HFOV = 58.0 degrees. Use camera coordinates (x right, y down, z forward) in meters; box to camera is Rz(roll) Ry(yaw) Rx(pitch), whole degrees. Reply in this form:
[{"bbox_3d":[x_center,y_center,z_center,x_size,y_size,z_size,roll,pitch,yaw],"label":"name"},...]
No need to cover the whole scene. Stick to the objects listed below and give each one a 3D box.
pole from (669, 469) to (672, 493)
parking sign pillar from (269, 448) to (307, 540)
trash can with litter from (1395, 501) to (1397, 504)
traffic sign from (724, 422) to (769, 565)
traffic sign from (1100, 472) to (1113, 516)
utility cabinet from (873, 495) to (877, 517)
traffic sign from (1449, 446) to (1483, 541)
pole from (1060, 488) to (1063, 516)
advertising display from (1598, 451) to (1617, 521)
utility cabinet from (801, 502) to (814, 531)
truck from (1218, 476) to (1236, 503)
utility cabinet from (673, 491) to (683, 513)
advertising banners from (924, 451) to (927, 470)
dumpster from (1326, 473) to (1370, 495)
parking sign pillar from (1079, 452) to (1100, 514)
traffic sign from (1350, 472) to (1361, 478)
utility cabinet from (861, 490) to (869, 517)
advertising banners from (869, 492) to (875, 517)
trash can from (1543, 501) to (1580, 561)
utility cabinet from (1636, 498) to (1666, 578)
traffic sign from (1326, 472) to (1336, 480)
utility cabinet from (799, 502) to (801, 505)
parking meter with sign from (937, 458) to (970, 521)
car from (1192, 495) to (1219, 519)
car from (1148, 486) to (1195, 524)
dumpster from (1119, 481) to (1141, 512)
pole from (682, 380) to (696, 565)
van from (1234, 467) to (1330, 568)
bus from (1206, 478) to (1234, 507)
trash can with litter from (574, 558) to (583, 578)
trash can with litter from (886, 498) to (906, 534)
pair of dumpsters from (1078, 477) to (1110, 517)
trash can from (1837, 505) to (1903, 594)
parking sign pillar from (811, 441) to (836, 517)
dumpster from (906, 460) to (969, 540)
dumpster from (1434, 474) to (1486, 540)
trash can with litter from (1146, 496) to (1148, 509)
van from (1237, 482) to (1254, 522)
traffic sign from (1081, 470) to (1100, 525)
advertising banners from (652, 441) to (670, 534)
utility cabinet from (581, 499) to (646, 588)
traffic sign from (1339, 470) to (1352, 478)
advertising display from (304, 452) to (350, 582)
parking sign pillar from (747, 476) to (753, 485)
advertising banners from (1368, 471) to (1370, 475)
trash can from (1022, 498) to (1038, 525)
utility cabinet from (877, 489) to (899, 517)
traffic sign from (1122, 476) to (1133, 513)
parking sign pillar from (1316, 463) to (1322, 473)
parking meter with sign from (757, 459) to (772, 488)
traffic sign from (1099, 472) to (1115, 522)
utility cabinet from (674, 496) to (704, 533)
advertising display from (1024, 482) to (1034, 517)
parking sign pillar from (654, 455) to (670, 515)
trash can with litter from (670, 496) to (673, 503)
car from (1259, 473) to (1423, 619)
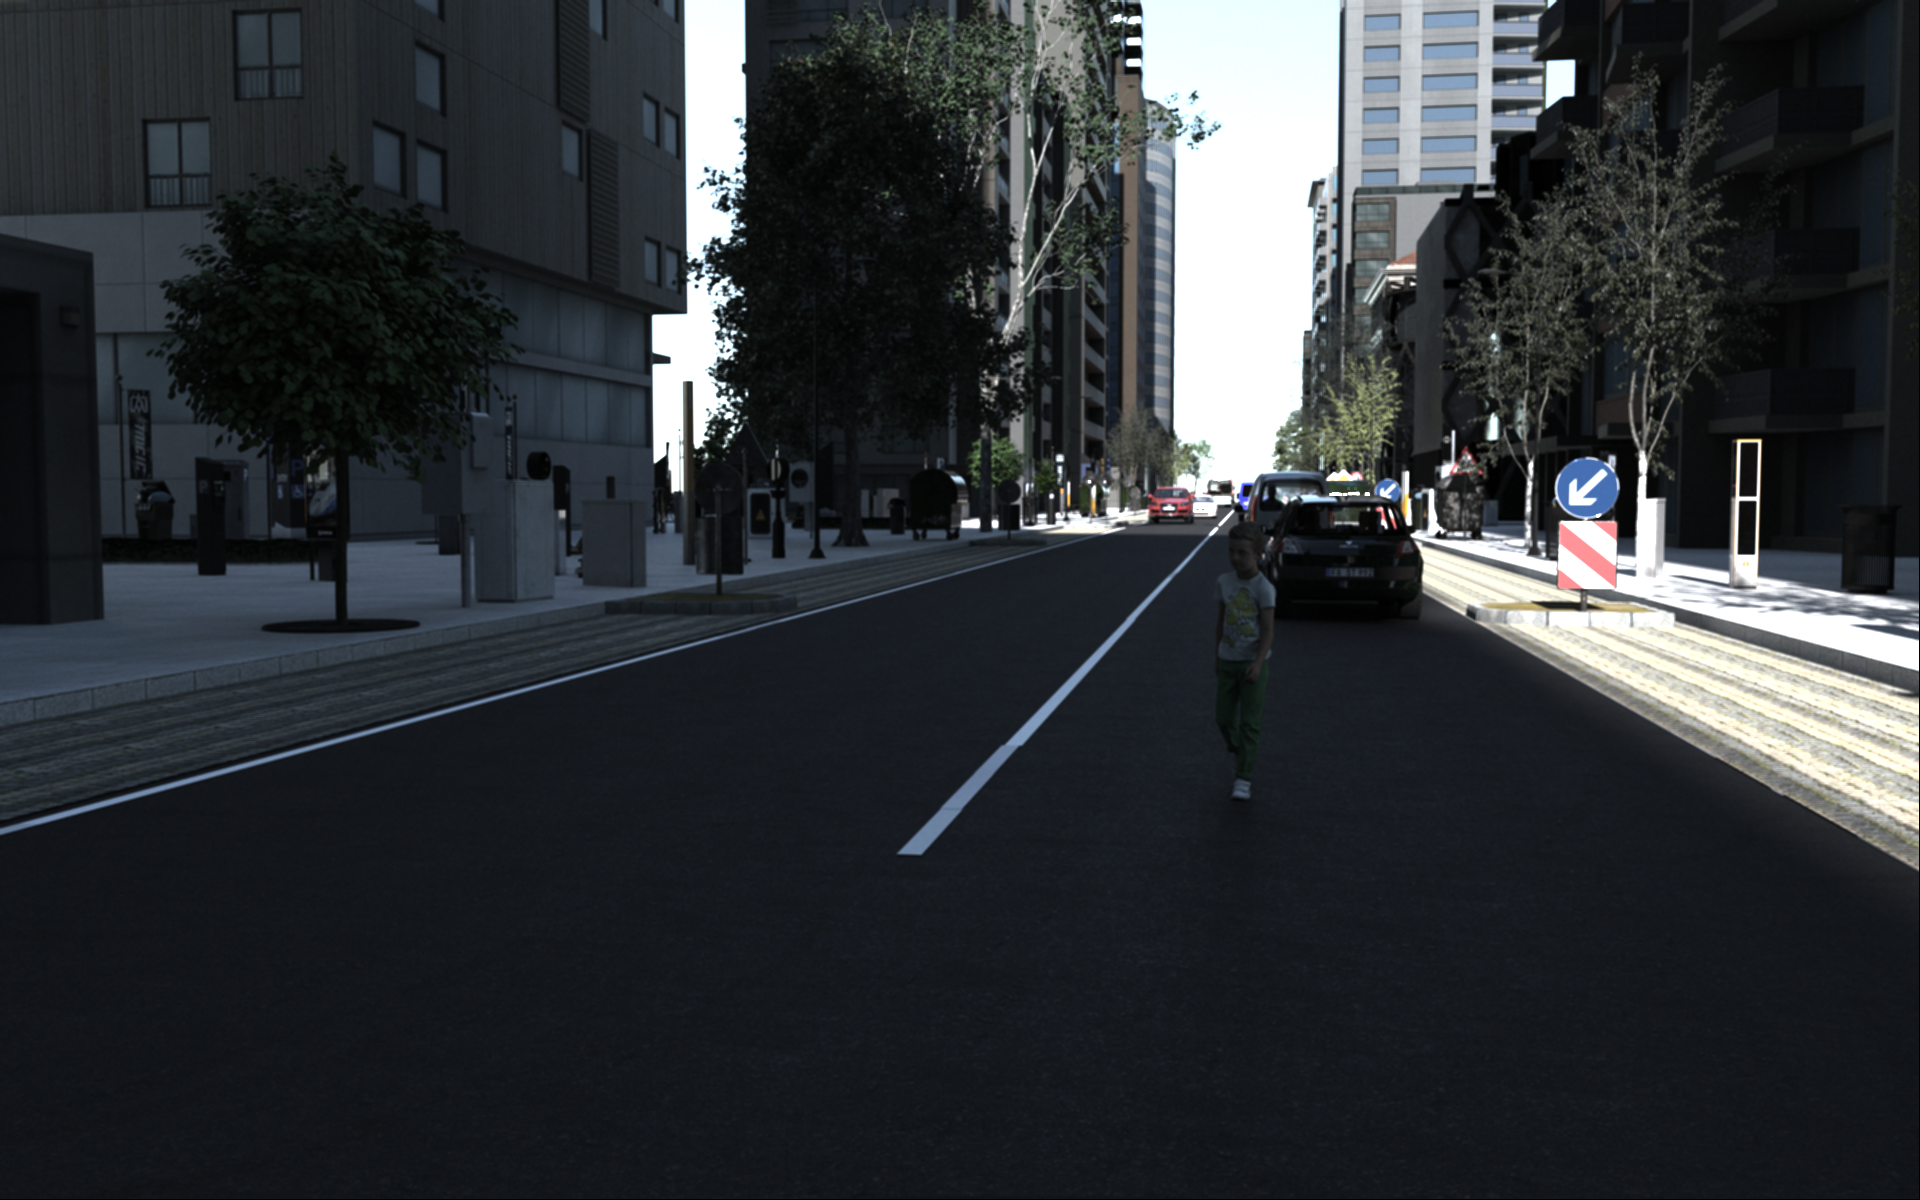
[{"bbox_3d":[-23.892,-9.126,143.048,0.158,3.312,0.155,0,3,0],"label":"pole"},{"bbox_3d":[-16.548,-3.313,42.632,1.447,3.967,1.447,-3,5,-41],"label":"parking sign pillar"},{"bbox_3d":[23.281,-4.998,93.108,0.624,1.170,1.055,3,5,43],"label":"trash can with litter"},{"bbox_3d":[-3.883,-1.918,31.355,0.884,2.594,0.081,1,4,16],"label":"traffic sign"},{"bbox_3d":[8.558,-6.204,101.535,0.768,2.556,0.104,1,4,12],"label":"traffic sign"},{"bbox_3d":[-3.747,-4.321,81.807,0.306,1.237,1.020,-2,4,-28],"label":"utility cabinet"},{"bbox_3d":[13.729,-2.877,47.035,0.884,2.594,0.081,1,4,18],"label":"traffic sign"},{"bbox_3d":[5.907,-6.531,100.631,0.158,3.312,0.155,0,3,0],"label":"pole"},{"bbox_3d":[9.833,-1.290,26.310,0.123,1.923,0.974,2,4,28],"label":"advertising display"},{"bbox_3d":[-5.150,-2.998,60.180,0.306,1.237,1.020,-1,4,-19],"label":"utility cabinet"},{"bbox_3d":[42.085,-17.401,273.411,2.839,4.237,11.283,1,4,11],"label":"truck"},{"bbox_3d":[-18.007,-6.238,110.674,0.318,1.500,1.173,0,4,6],"label":"utility cabinet"},{"bbox_3d":[-1.536,-4.517,70.049,0.090,3.025,2.074,1,4,11],"label":"advertising banners"},{"bbox_3d":[15.149,-3.880,68.388,1.985,2.255,1.502,1,4,10],"label":"dumpster"},{"bbox_3d":[8.306,-7.454,110.338,1.447,3.967,1.447,1,4,9],"label":"parking sign pillar"},{"bbox_3d":[22.499,-6.009,98.358,0.768,2.556,0.104,1,4,17],"label":"traffic sign"},{"bbox_3d":[-5.078,-4.698,85.486,1.173,1.500,0.318,-2,4,-32],"label":"utility cabinet"},{"bbox_3d":[-4.912,-5.707,89.493,0.090,3.025,2.074,2,4,27],"label":"advertising banners"},{"bbox_3d":[11.539,-1.315,33.160,0.748,1.137,0.748,0,3,0],"label":"trash can"},{"bbox_3d":[10.765,-0.969,27.009,0.306,1.237,1.020,2,4,29],"label":"utility cabinet"},{"bbox_3d":[16.994,-4.591,78.708,0.795,2.450,0.064,1,4,9],"label":"traffic sign"},{"bbox_3d":[-8.046,-4.927,91.714,1.020,1.237,0.306,2,4,30],"label":"utility cabinet"},{"bbox_3d":[-0.285,-5.329,83.397,0.543,3.016,1.738,3,5,44],"label":"parking meter with sign"},{"bbox_3d":[14.323,-5.534,102.840,2.083,1.381,4.827,1,4,9],"label":"car"},{"bbox_3d":[10.363,-4.652,84.740,2.281,1.827,5.304,1,4,10],"label":"car"},{"bbox_3d":[12.486,-7.635,127.325,1.502,2.255,1.985,1,4,9],"label":"dumpster"},{"bbox_3d":[-4.887,-2.284,31.189,0.158,3.312,0.155,0,3,0],"label":"pole"},{"bbox_3d":[6.329,-1.622,33.530,2.013,2.044,4.112,0,4,8],"label":"van"},{"bbox_3d":[28.392,-11.896,189.353,2.948,3.499,13.247,1,4,9],"label":"bus"},{"bbox_3d":[-5.496,-0.947,26.876,0.624,1.170,1.055,1,4,20],"label":"trash can with litter"},{"bbox_3d":[-2.028,-2.688,55.343,0.624,1.170,1.055,0,4,1],"label":"trash can with litter"},{"bbox_3d":[7.498,-5.807,97.444,1.574,2.255,4.437,1,4,10],"label":"pair of dumpsters"},{"bbox_3d":[11.707,-0.652,22.316,0.748,1.137,0.748,0,3,0],"label":"trash can"},{"bbox_3d":[-7.039,-6.092,88.070,1.447,3.967,1.447,0,4,8],"label":"parking sign pillar"},{"bbox_3d":[-0.649,-2.819,48.577,1.502,2.255,1.985,1,4,9],"label":"dumpster"},{"bbox_3d":[14.084,-2.631,48.768,1.264,1.857,1.865,1,4,9],"label":"dumpster"},{"bbox_3d":[15.977,-8.392,148.602,0.624,1.170,1.055,0,4,-6],"label":"trash can with litter"},{"bbox_3d":[15.674,-5.316,91.298,2.240,2.365,5.245,1,4,10],"label":"van"},{"bbox_3d":[5.479,-4.214,72.548,0.795,2.450,0.064,1,4,9],"label":"traffic sign"},{"bbox_3d":[-9.770,-3.709,56.824,0.090,3.025,2.074,0,4,6],"label":"advertising banners"},{"bbox_3d":[-4.816,-0.793,24.121,1.020,1.237,0.306,3,4,36],"label":"utility cabinet"},{"bbox_3d":[15.680,-4.109,70.831,0.795,2.450,0.064,1,4,9],"label":"traffic sign"},{"bbox_3d":[-9.317,-1.241,25.505,0.974,1.923,0.123,3,4,38],"label":"advertising display"},{"bbox_3d":[-14.138,-8.072,120.441,1.447,3.967,1.447,-1,4,-22],"label":"parking sign pillar"},{"bbox_3d":[30.385,-8.150,129.434,0.090,3.025,2.074,2,4,26],"label":"advertising banners"},{"bbox_3d":[2.884,-3.657,71.443,0.748,1.137,0.748,0,3,0],"label":"trash can"},{"bbox_3d":[-2.955,-3.838,71.432,0.318,1.500,1.173,2,4,32],"label":"utility cabinet"},{"bbox_3d":[11.613,-7.324,119.855,0.768,2.556,0.104,1,4,12],"label":"traffic sign"},{"bbox_3d":[30.829,-9.812,148.903,1.447,3.967,1.447,1,4,11],"label":"parking sign pillar"},{"bbox_3d":[-9.855,-5.558,87.134,0.543,3.016,1.738,-2,4,-31],"label":"parking meter with sign"},{"bbox_3d":[6.794,-4.696,80.424,0.795,2.450,0.064,1,4,9],"label":"traffic sign"},{"bbox_3d":[-8.986,-2.831,57.446,0.306,1.237,1.020,3,5,44],"label":"utility cabinet"},{"bbox_3d":[3.843,-5.586,96.547,0.123,1.923,0.974,2,4,32],"label":"advertising display"},{"bbox_3d":[-20.205,-7.836,116.594,1.447,3.967,1.447,1,4,18],"label":"parking sign pillar"},{"bbox_3d":[-20.183,-7.128,127.601,2.233,1.210,1.678,2,4,34],"label":"trash can with litter"},{"bbox_3d":[4.630,-0.703,21.276,2.009,1.686,4.222,1,4,8],"label":"car"}]
